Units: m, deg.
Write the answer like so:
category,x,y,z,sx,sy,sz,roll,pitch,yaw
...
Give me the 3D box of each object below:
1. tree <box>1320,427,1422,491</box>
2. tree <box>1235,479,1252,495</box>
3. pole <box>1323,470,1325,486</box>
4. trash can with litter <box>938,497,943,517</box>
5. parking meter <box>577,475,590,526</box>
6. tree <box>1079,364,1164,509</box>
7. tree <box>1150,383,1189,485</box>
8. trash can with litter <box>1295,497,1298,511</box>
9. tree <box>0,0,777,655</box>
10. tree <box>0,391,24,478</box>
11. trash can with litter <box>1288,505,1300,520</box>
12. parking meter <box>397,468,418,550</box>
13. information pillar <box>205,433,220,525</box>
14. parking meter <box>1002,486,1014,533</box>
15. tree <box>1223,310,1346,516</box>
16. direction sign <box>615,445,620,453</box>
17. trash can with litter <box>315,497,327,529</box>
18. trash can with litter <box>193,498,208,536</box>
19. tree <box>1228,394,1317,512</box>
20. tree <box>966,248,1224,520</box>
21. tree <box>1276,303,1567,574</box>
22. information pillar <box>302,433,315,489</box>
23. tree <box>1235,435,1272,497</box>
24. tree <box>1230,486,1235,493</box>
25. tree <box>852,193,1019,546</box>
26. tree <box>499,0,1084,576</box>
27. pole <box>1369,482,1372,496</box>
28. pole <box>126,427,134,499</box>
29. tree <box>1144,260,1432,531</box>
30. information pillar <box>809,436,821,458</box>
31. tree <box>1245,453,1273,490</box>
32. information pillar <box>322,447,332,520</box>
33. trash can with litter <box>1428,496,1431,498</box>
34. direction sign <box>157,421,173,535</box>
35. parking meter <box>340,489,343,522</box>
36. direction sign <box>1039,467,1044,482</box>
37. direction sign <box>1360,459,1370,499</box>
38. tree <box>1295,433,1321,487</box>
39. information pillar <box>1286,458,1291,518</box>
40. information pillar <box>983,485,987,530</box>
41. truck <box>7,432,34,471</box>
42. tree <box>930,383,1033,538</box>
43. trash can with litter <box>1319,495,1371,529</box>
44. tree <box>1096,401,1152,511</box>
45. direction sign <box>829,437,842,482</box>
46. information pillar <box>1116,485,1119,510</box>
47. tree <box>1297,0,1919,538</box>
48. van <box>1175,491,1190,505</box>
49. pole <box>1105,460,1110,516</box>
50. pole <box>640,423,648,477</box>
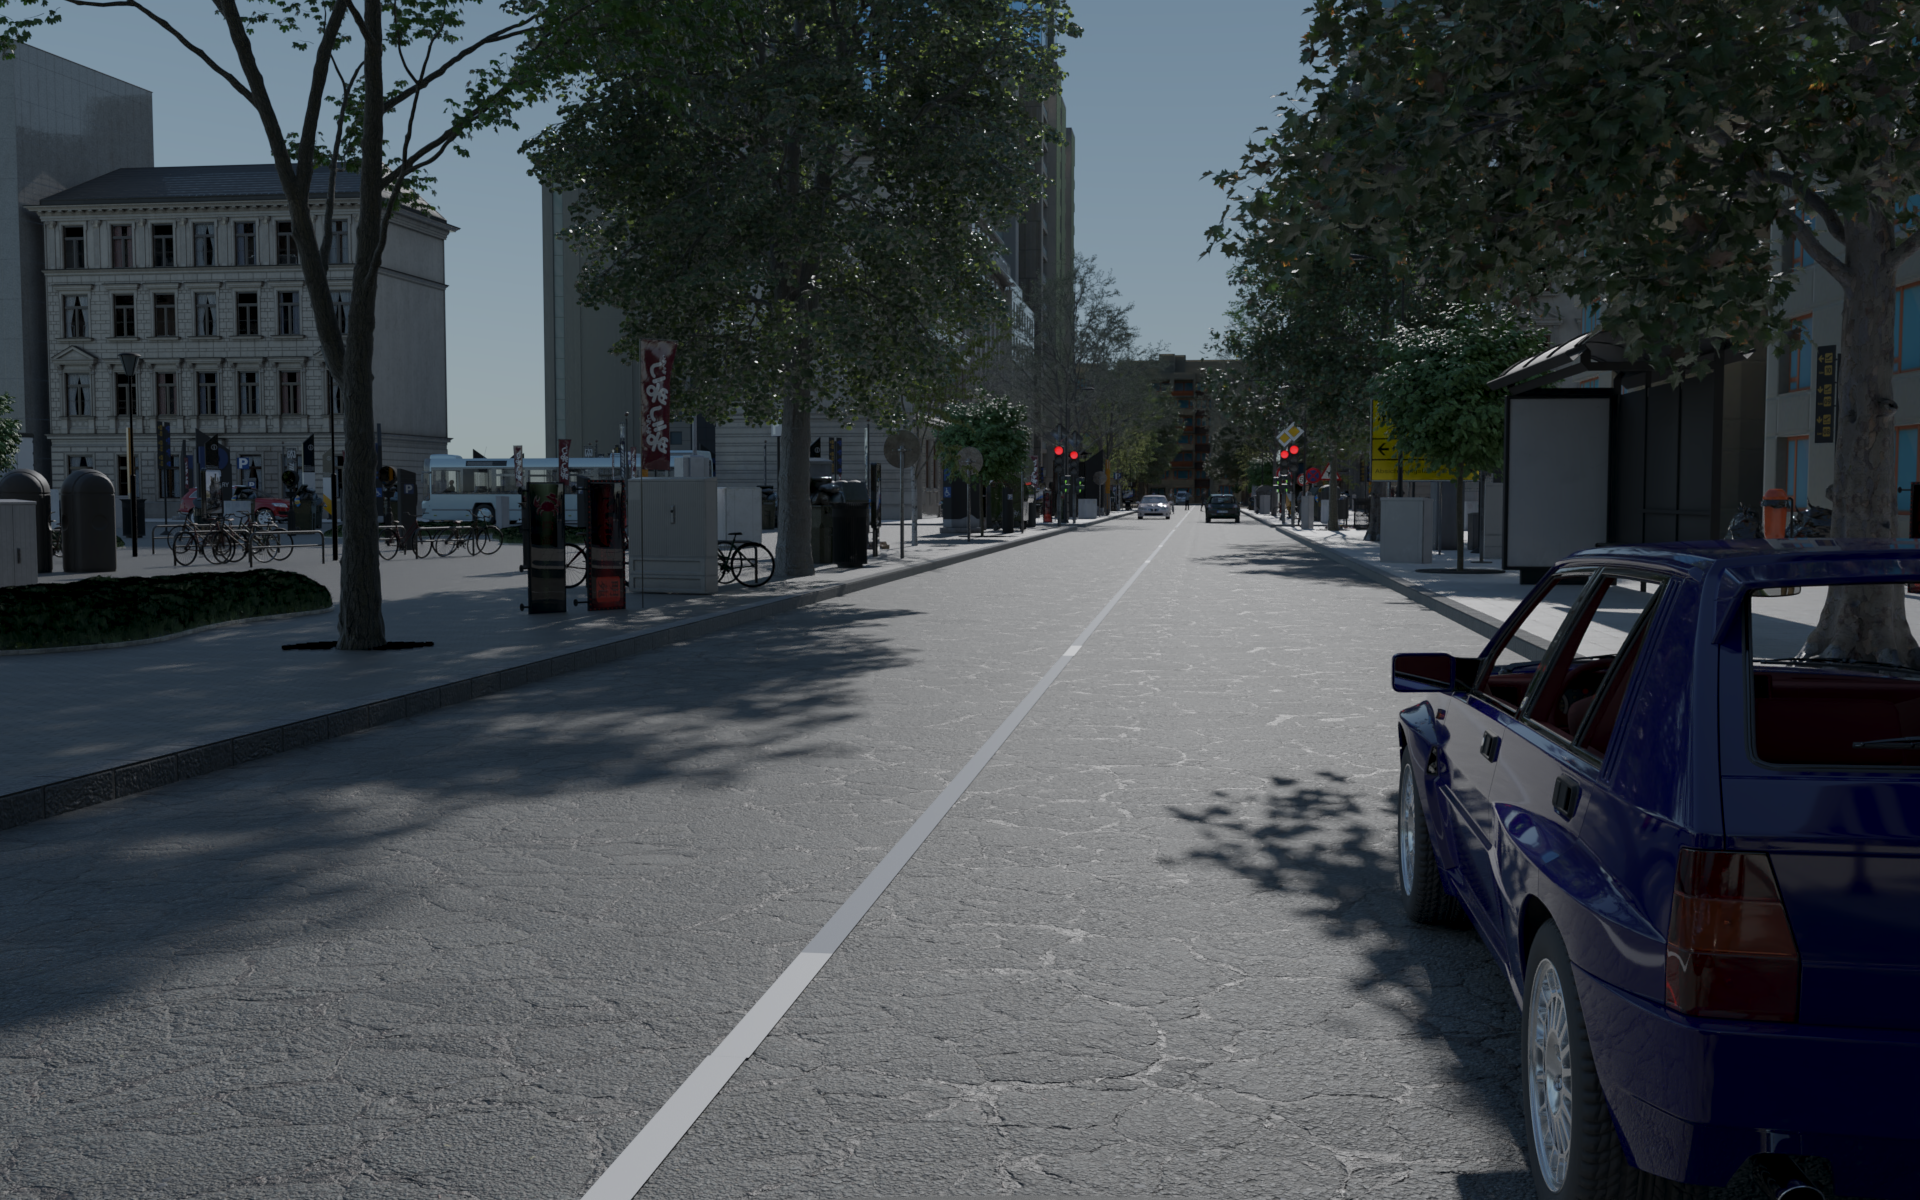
category,x,y,z,sx,sy,sz,roll,pitch,yaw
tree,22.074,-8.703,92.650,4.737,8.622,4.395,0,3,0
tree,24.448,-9.200,145.019,1.663,3.219,1.824,0,3,0
pole,30.727,-9.314,146.121,0.158,3.312,0.155,0,3,0
trash can with litter,-0.421,-4.029,77.263,0.624,1.170,1.055,3,5,43
parking meter,-11.608,-2.921,53.467,0.399,1.863,0.255,3,4,36
tree,14.149,-14.113,148.877,7.486,12.596,7.792,0,3,0
tree,20.339,-17.469,192.267,9.857,13.997,8.962,0,3,0
trash can with litter,24.921,-7.141,128.149,1.055,1.170,0.624,-2,4,-27
tree,-5.078,-5.392,13.922,9.928,11.665,9.643,0,3,0
tree,-26.295,-3.784,45.576,4.285,4.588,4.351,0,3,0
trash can with litter,17.418,-4.675,87.494,1.678,1.210,2.233,2,4,28
parking meter,-12.658,-2.079,39.697,0.399,1.863,0.255,-3,4,-38
information pillar,-28.517,-4.572,66.100,0.504,3.616,0.183,-2,4,-31
parking meter,1.579,-2.960,56.808,0.372,1.533,0.369,0,3,0
tree,18.500,-11.656,100.939,12.009,13.543,11.850,0,3,0
direction sign,-15.611,-5.349,79.452,0.379,3.537,0.876,-2,4,-34
trash can with litter,-23.726,-3.194,63.614,0.624,1.170,1.055,0,3,0
trash can with litter,-22.820,-2.511,52.442,0.624,1.170,1.055,-3,4,-38
tree,22.682,-11.569,123.563,7.601,10.594,8.767,0,4,7
tree,5.413,-10.736,85.904,12.009,13.543,11.850,0,3,0
tree,8.286,-2.731,28.361,4.285,4.588,4.351,0,3,0
information pillar,-24.928,-4.586,66.337,0.183,3.616,0.504,3,5,41
tree,27.997,-13.151,165.374,4.360,8.622,3.978,0,3,0
tree,34.124,-13.426,214.120,1.663,3.219,1.824,0,3,0
tree,-0.996,-5.638,42.542,4.737,8.622,4.395,0,3,0
tree,-2.673,-7.365,27.073,9.857,13.997,8.962,0,3,0
pole,28.183,-7.651,118.942,0.158,3.312,0.155,0,3,0
pole,-25.411,-3.624,53.098,0.158,3.312,0.155,0,3,0
tree,12.882,-8.225,60.236,9.928,11.665,9.643,0,3,0
information pillar,-5.871,-4.831,70.340,0.504,3.616,0.183,-2,4,-26
tree,23.203,-9.022,131.219,4.285,4.588,4.351,0,3,0
information pillar,-31.620,-5.831,86.694,0.504,3.616,0.183,0,4,-2
trash can with litter,22.431,-4.374,82.575,1.678,1.210,2.233,-3,5,-42
direction sign,-24.918,-3.809,54.273,0.379,3.537,0.876,0,4,-1
parking meter,-28.652,-4.417,80.624,0.372,1.533,0.369,0,3,0
direction sign,6.610,-9.258,143.358,0.379,3.537,0.876,3,5,44
direction sign,25.929,-7.260,110.696,0.876,3.537,0.379,-1,4,-20
tree,24.783,-10.030,114.346,4.737,8.622,4.395,0,3,0
information pillar,17.839,-6.273,93.923,0.183,3.616,0.504,-1,4,-15
information pillar,0.731,-3.460,61.055,0.304,2.012,0.304,3,4,37
truck,-48.213,-5.520,79.157,11.283,4.237,2.839,0,4,7
tree,0.708,-4.162,51.770,4.285,4.588,4.351,0,3,0
trash can with litter,14.629,-3.351,65.840,1.678,1.210,2.233,0,4,1
tree,12.068,-10.890,128.419,4.360,8.622,3.978,0,3,0
direction sign,-4.985,-4.730,69.327,0.379,3.537,0.876,2,4,30
information pillar,12.599,-8.159,137.891,0.304,2.012,0.304,0,4,1
tree,6.444,-5.826,12.255,9.611,12.733,9.660,0,3,0
van,28.796,-13.286,224.241,2.013,2.044,4.112,0,4,8
pole,9.181,-6.930,107.150,0.158,3.312,0.155,0,3,0
pole,-7.759,-2.981,42.585,0.158,3.312,0.155,0,3,0
